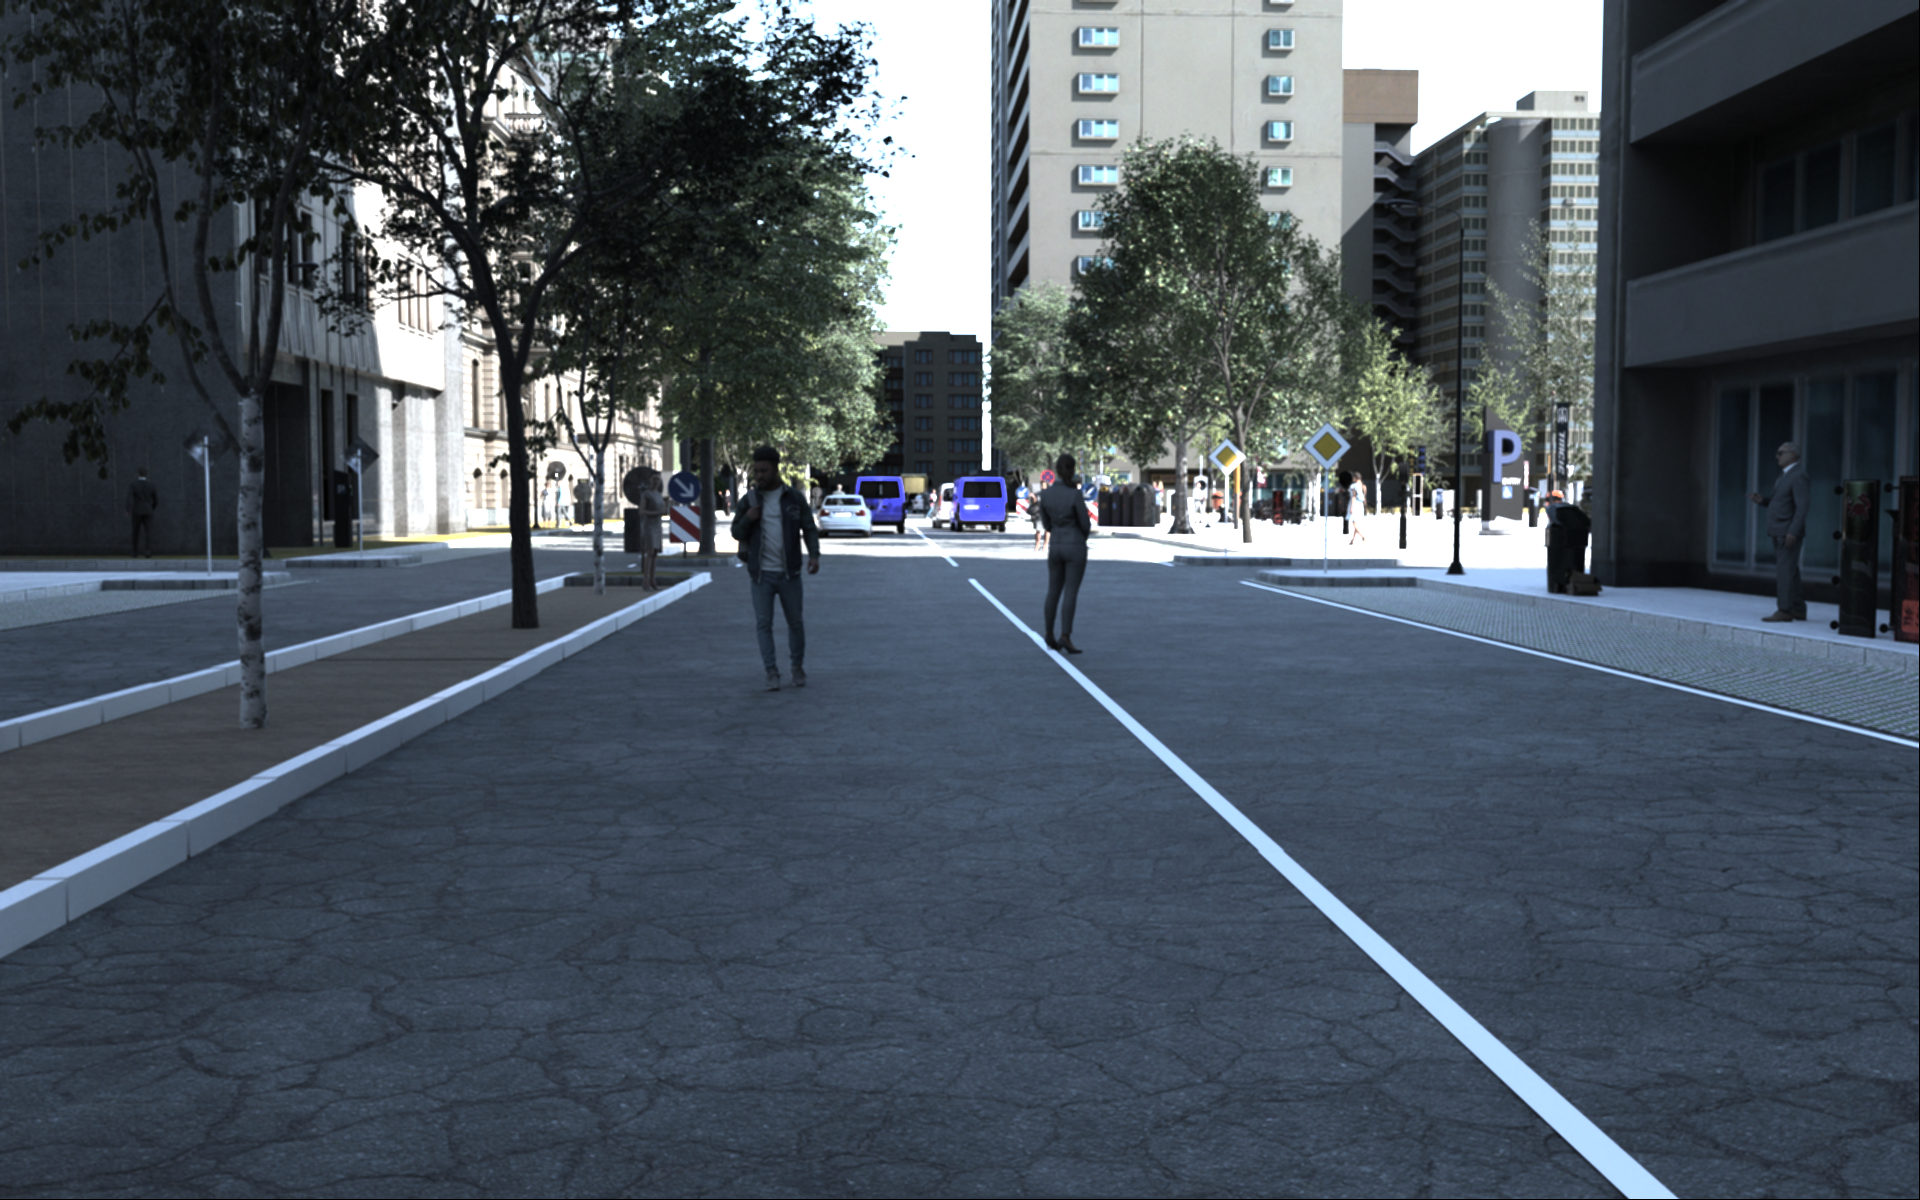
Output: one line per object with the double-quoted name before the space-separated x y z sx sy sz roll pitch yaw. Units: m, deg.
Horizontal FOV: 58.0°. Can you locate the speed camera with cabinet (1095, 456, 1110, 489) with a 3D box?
"speed camera with cabinet" 7.997 -5.816 89.433 2.038 3.252 0.660 2 4 27

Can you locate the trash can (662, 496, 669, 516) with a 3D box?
"trash can" -17.431 -5.524 101.966 0.748 1.137 0.748 0 3 0

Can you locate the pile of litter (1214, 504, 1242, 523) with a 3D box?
"pile of litter" 11.988 -3.881 77.425 1.176 0.858 1.719 0 4 -4

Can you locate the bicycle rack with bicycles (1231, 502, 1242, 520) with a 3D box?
"bicycle rack with bicycles" 14.351 -4.370 84.833 2.852 0.926 2.925 3 5 43

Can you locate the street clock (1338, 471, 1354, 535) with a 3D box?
"street clock" 12.109 -3.041 54.284 0.471 2.002 0.358 2 4 33

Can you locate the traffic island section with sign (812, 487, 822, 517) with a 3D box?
"traffic island section with sign" -9.121 -6.237 110.115 2.006 1.907 1.989 0 4 -3

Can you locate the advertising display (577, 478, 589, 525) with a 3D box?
"advertising display" -15.566 -4.056 71.524 0.123 1.923 0.974 0 4 8

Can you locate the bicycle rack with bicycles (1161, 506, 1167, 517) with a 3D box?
"bicycle rack with bicycles" 9.782 -5.008 95.266 2.925 0.926 2.852 1 4 13

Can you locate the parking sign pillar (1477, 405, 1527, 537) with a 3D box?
"parking sign pillar" 16.586 -3.941 52.905 1.447 3.967 1.447 -2 4 -24

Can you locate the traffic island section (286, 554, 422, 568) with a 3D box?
"traffic island section" -12.162 -0.783 35.088 2.009 0.180 2.903 0 4 -3

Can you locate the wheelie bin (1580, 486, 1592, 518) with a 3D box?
"wheelie bin" 23.894 -3.523 65.515 0.980 1.594 0.693 3 5 42

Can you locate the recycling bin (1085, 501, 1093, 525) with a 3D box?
"recycling bin" 5.429 -3.702 73.082 0.722 1.027 0.722 0 4 -5

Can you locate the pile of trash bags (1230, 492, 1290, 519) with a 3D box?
"pile of trash bags" 15.529 -4.787 88.022 3.447 1.369 1.912 0 4 8

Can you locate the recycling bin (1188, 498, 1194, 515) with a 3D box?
"recycling bin" 14.035 -5.804 107.448 0.722 1.027 0.722 -3 5 -44

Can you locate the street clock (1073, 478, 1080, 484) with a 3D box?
"street clock" 5.391 -4.620 80.110 0.358 2.002 0.471 1 4 22

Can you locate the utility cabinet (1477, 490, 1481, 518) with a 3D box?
"utility cabinet" 27.336 -5.030 90.926 0.318 1.500 1.173 1 4 10

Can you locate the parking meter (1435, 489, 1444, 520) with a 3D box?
"parking meter" 23.631 -4.705 85.331 0.372 1.533 0.369 0 3 0

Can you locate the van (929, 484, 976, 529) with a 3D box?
"van" -0.259 -3.989 72.239 2.013 2.044 4.112 0 4 -4

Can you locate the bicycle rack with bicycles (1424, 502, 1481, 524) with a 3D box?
"bicycle rack with bicycles" 21.634 -3.716 74.140 2.925 0.926 2.852 2 4 33

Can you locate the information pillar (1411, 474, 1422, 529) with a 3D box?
"information pillar" 16.731 -3.606 63.453 0.304 2.012 0.304 0 4 1

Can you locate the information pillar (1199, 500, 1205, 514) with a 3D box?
"information pillar" 15.463 -6.482 110.477 0.304 2.012 0.304 0 4 -6

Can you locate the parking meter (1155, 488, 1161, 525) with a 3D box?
"parking meter" 8.280 -3.948 72.968 0.372 1.533 0.369 0 3 0

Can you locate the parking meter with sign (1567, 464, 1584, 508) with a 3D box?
"parking meter with sign" 35.874 -6.389 100.728 0.543 3.016 1.738 -1 4 -12

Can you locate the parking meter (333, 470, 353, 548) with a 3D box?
"parking meter" -14.771 -2.190 41.520 0.399 1.863 0.255 0 4 -2

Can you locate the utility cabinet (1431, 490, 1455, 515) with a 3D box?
"utility cabinet" 28.579 -5.752 102.727 1.173 1.500 0.318 0 4 -5

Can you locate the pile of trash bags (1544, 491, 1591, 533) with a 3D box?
"pile of trash bags" 20.734 -2.836 56.127 3.447 1.369 1.912 1 4 16

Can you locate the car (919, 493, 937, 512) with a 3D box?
"car" -2.426 -7.917 139.033 1.945 1.707 3.694 0 4 -2

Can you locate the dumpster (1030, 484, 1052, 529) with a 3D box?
"dumpster" 3.750 -3.796 70.281 1.865 1.857 1.264 0 4 -2

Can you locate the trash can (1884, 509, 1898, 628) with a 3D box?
"trash can" 8.835 -0.253 15.797 0.748 1.137 0.748 0 3 0

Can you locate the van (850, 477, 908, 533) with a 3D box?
"van" -3.021 -3.691 64.732 2.240 2.365 5.245 0 4 -3

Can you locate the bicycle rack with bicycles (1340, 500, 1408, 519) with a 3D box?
"bicycle rack with bicycles" 21.317 -4.712 90.431 2.852 0.926 2.925 -2 4 -25

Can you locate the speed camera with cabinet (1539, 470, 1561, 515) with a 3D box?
"speed camera with cabinet" 36.699 -6.934 107.700 0.660 3.252 2.038 3 5 44

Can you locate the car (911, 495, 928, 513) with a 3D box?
"car" -2.641 -7.194 129.981 2.083 1.381 4.827 0 4 -2

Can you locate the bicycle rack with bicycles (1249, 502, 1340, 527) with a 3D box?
"bicycle rack with bicycles" 13.178 -3.386 68.750 2.925 0.926 2.852 2 4 27

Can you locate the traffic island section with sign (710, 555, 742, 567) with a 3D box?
"traffic island section with sign" -5.497 -1.647 35.063 2.006 1.907 1.989 0 4 -3

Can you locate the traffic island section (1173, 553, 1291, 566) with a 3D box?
"traffic island section" 5.559 -0.835 35.934 2.009 0.180 2.903 0 4 -3

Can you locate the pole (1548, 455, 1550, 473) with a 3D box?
"pole" 30.714 -5.894 90.214 0.158 3.312 0.155 0 3 0

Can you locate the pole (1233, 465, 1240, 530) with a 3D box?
"pole" 9.858 -4.152 61.736 0.158 3.312 0.155 0 3 0

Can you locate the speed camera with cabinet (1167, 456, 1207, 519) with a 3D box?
"speed camera with cabinet" 11.646 -5.772 88.707 2.038 3.252 0.660 0 4 3

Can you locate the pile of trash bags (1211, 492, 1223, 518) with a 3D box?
"pile of trash bags" 14.923 -5.051 92.337 3.447 1.369 1.912 3 5 39

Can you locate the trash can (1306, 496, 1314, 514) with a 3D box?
"trash can" 21.674 -5.802 106.514 0.748 1.137 0.748 0 3 0

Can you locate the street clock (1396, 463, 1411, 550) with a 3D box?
"street clock" 10.237 -2.166 39.982 0.358 2.002 0.471 1 4 17

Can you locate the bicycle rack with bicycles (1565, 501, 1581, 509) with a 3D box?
"bicycle rack with bicycles" 34.356 -5.007 95.245 2.852 0.926 2.925 2 4 34

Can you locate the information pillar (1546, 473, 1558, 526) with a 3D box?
"information pillar" 20.639 -3.418 60.372 0.304 2.012 0.304 3 5 39

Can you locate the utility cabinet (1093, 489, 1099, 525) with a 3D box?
"utility cabinet" 5.727 -3.773 70.368 0.318 1.500 1.173 -1 4 -16

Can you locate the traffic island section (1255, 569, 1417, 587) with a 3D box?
"traffic island section" 5.943 -0.347 27.958 2.009 0.180 2.903 0 4 -3

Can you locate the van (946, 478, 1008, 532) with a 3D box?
"van" 0.659 -3.795 66.431 2.240 2.365 5.245 0 4 -4

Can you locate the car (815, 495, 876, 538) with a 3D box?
"car" -3.820 -2.786 57.551 2.014 1.417 4.499 0 4 -2

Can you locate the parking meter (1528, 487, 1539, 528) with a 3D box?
"parking meter" 21.704 -3.494 65.541 0.372 1.533 0.369 0 3 0

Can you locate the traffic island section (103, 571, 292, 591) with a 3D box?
"traffic island section" -11.778 -0.295 27.112 2.009 0.180 2.903 0 4 -3
